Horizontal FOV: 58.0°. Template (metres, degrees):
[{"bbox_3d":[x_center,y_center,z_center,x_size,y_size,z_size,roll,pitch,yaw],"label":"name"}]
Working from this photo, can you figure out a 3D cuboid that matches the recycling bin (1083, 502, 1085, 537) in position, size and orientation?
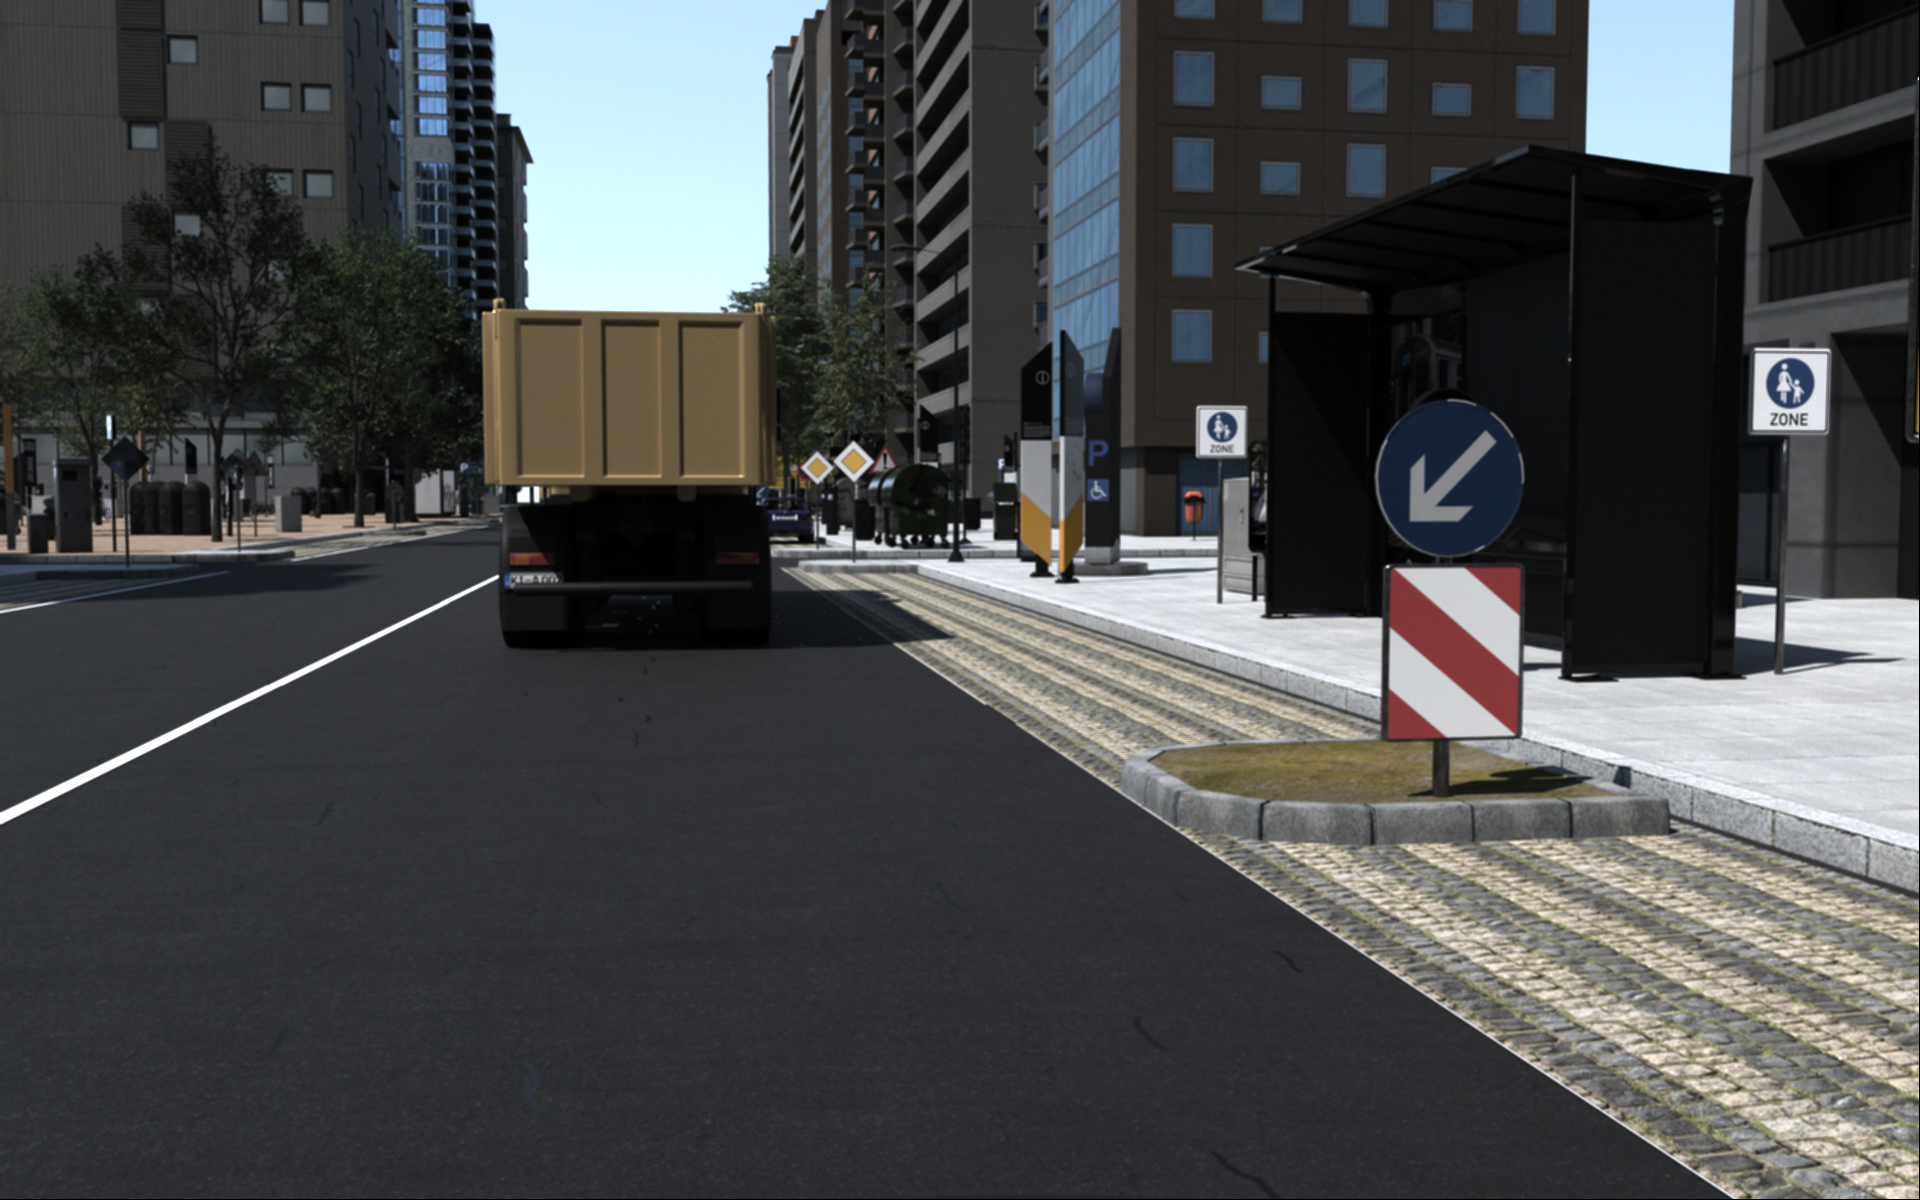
[{"bbox_3d":[3.938,-2.438,52.418,0.722,1.027,0.722,-1,4,-10],"label":"recycling bin"}]

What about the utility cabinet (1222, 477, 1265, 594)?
[{"bbox_3d":[3.744,-0.841,22.435,0.318,1.500,1.173,-1,4,-13],"label":"utility cabinet"}]

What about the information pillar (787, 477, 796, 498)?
[{"bbox_3d":[-7.382,-4.373,75.990,0.304,2.012,0.304,-2,4,-25],"label":"information pillar"}]

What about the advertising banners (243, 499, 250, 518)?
[{"bbox_3d":[-39.137,-6.058,95.228,0.090,3.025,2.074,0,4,-7],"label":"advertising banners"}]

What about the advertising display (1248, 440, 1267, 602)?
[{"bbox_3d":[3.734,-0.924,20.319,0.123,1.923,0.974,-2,4,-28],"label":"advertising display"}]

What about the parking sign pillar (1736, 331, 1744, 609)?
[{"bbox_3d":[8.196,-1.914,19.772,1.447,3.967,1.447,-2,4,-35],"label":"parking sign pillar"}]

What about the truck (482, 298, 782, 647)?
[{"bbox_3d":[-3.615,-1.474,20.023,3.469,3.379,9.791,-1,4,-9],"label":"truck"}]

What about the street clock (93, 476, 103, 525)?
[{"bbox_3d":[-35.445,-4.077,71.228,0.358,2.002,0.471,0,4,-5],"label":"street clock"}]

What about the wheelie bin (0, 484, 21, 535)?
[{"bbox_3d":[-30.059,-2.852,54.546,0.693,1.594,0.980,0,4,-5],"label":"wheelie bin"}]

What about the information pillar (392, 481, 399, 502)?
[{"bbox_3d":[-31.521,-5.643,96.749,0.304,2.012,0.304,-3,5,-39],"label":"information pillar"}]

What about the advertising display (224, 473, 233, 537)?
[{"bbox_3d":[-22.214,-2.900,52.626,0.123,1.923,0.974,-2,4,-30],"label":"advertising display"}]

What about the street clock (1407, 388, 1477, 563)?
[{"bbox_3d":[3.324,-0.452,11.959,0.471,2.002,0.358,0,4,-1],"label":"street clock"}]

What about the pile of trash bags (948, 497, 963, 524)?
[{"bbox_3d":[-0.725,-4.025,75.556,1.912,1.369,3.447,3,4,37],"label":"pile of trash bags"}]

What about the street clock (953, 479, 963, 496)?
[{"bbox_3d":[-0.091,-4.784,82.793,0.358,2.002,0.471,3,5,42],"label":"street clock"}]

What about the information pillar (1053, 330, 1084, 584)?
[{"bbox_3d":[1.599,-2.053,24.929,0.183,3.616,0.504,3,5,40],"label":"information pillar"}]

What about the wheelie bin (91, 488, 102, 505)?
[{"bbox_3d":[-47.634,-5.331,95.072,0.693,1.594,0.980,2,4,26],"label":"wheelie bin"}]

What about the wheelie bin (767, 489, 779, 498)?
[{"bbox_3d":[-10.129,-5.163,92.324,0.980,1.594,0.693,-3,4,-37],"label":"wheelie bin"}]

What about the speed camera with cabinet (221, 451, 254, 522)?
[{"bbox_3d":[-33.237,-5.220,79.685,2.038,3.252,0.660,3,4,38],"label":"speed camera with cabinet"}]

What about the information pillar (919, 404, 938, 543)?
[{"bbox_3d":[-0.817,-3.278,44.947,0.504,3.616,0.183,0,4,5],"label":"information pillar"}]

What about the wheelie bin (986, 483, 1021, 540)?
[{"bbox_3d":[1.210,-2.461,48.142,0.980,1.594,0.693,0,4,-6],"label":"wheelie bin"}]

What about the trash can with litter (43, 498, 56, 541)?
[{"bbox_3d":[-24.842,-2.226,47.790,1.055,1.170,0.624,3,5,42],"label":"trash can with litter"}]

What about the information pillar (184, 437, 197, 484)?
[{"bbox_3d":[-31.665,-4.892,71.331,0.183,3.616,0.504,2,4,34],"label":"information pillar"}]

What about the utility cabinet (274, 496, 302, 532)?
[{"bbox_3d":[-22.609,-2.883,58.298,0.306,1.237,1.020,1,4,17],"label":"utility cabinet"}]

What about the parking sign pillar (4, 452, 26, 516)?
[{"bbox_3d":[-56.350,-7.040,103.574,1.447,3.967,1.447,-1,4,-21],"label":"parking sign pillar"}]

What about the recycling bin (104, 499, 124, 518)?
[{"bbox_3d":[-45.159,-4.885,92.418,0.722,1.027,0.722,0,4,3],"label":"recycling bin"}]

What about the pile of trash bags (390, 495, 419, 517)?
[{"bbox_3d":[-31.918,-5.512,99.874,1.912,1.369,3.447,-1,4,-15],"label":"pile of trash bags"}]

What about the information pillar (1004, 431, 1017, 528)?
[{"bbox_3d":[1.923,-4.657,67.489,0.504,3.616,0.183,3,4,38],"label":"information pillar"}]

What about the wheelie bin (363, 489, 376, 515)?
[{"bbox_3d":[-35.736,-5.916,104.634,0.980,1.594,0.693,1,4,9],"label":"wheelie bin"}]

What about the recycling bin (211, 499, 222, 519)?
[{"bbox_3d":[-39.252,-4.806,91.127,0.722,1.027,0.722,0,4,6],"label":"recycling bin"}]

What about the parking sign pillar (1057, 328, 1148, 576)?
[{"bbox_3d":[2.278,-2.390,27.557,1.447,3.967,1.447,1,4,12],"label":"parking sign pillar"}]

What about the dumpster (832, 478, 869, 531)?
[{"bbox_3d":[-3.816,-3.338,60.333,1.264,1.857,1.865,-1,4,-10],"label":"dumpster"}]

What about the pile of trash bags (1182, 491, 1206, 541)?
[{"bbox_3d":[7.864,-2.323,47.726,3.447,1.369,1.912,0,4,5],"label":"pile of trash bags"}]

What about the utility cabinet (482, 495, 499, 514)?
[{"bbox_3d":[-30.443,-6.179,112.183,1.020,1.237,0.306,-2,4,-33],"label":"utility cabinet"}]

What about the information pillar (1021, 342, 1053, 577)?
[{"bbox_3d":[1.187,-2.159,26.658,0.504,3.616,0.183,-1,4,-12],"label":"information pillar"}]

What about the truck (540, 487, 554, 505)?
[{"bbox_3d":[-21.214,-5.992,93.894,3.469,3.379,9.791,-1,4,-10],"label":"truck"}]

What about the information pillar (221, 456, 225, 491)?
[{"bbox_3d":[-45.004,-6.976,105.408,0.504,3.616,0.183,-3,5,-42],"label":"information pillar"}]

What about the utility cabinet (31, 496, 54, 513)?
[{"bbox_3d":[-32.736,-3.109,61.997,1.020,1.237,0.306,1,4,23],"label":"utility cabinet"}]

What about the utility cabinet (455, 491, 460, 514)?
[{"bbox_3d":[-32.171,-6.203,110.090,1.173,1.500,0.318,2,4,28],"label":"utility cabinet"}]

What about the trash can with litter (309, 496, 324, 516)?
[{"bbox_3d":[-37.418,-5.459,100.634,0.624,1.170,1.055,0,4,1],"label":"trash can with litter"}]

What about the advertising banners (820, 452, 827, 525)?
[{"bbox_3d":[-5.441,-4.646,72.146,0.090,3.025,2.074,-2,4,-28],"label":"advertising banners"}]

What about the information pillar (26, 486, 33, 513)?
[{"bbox_3d":[-52.765,-5.732,98.204,0.304,2.012,0.304,-3,4,-38],"label":"information pillar"}]
